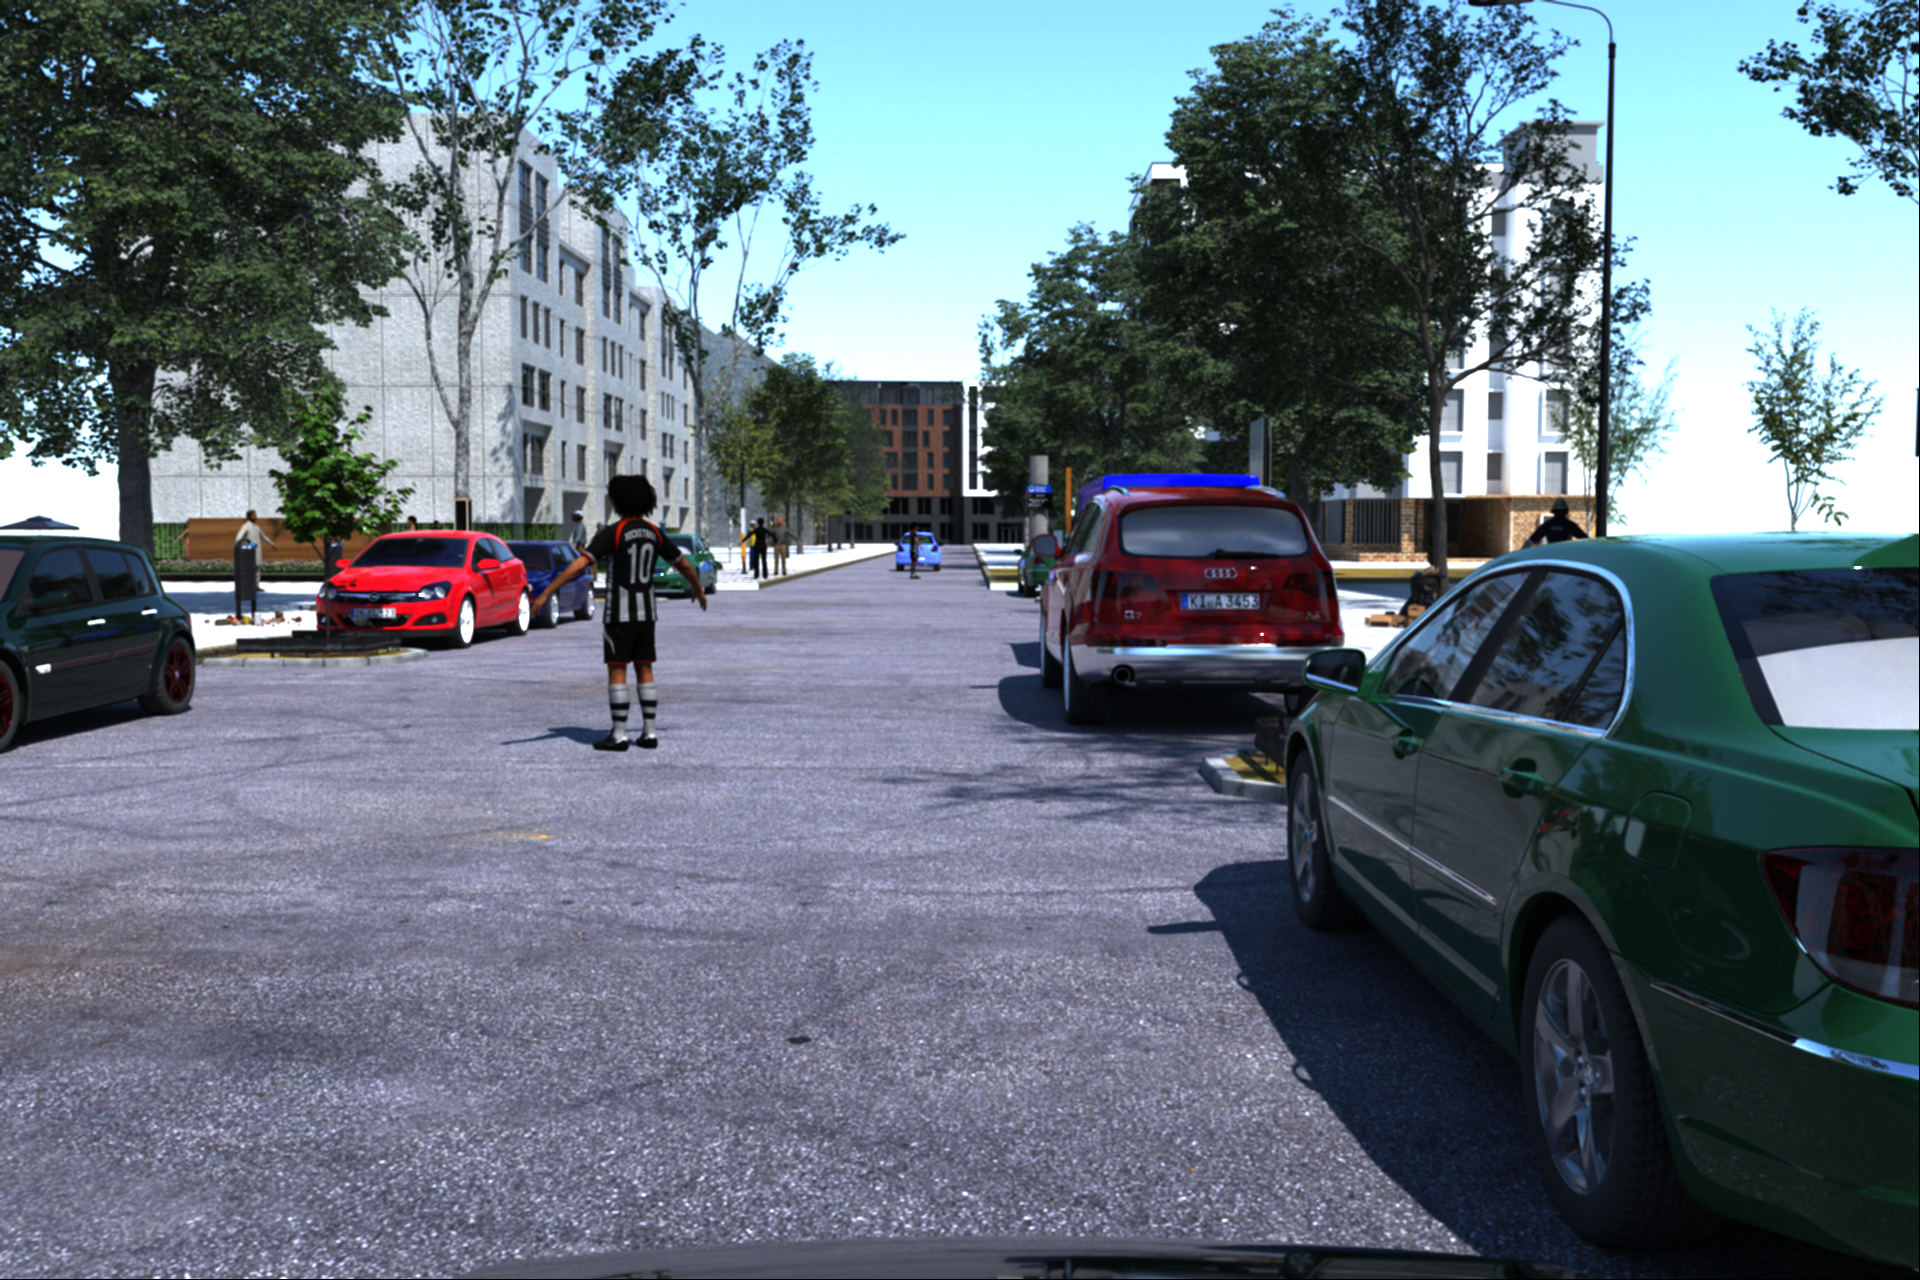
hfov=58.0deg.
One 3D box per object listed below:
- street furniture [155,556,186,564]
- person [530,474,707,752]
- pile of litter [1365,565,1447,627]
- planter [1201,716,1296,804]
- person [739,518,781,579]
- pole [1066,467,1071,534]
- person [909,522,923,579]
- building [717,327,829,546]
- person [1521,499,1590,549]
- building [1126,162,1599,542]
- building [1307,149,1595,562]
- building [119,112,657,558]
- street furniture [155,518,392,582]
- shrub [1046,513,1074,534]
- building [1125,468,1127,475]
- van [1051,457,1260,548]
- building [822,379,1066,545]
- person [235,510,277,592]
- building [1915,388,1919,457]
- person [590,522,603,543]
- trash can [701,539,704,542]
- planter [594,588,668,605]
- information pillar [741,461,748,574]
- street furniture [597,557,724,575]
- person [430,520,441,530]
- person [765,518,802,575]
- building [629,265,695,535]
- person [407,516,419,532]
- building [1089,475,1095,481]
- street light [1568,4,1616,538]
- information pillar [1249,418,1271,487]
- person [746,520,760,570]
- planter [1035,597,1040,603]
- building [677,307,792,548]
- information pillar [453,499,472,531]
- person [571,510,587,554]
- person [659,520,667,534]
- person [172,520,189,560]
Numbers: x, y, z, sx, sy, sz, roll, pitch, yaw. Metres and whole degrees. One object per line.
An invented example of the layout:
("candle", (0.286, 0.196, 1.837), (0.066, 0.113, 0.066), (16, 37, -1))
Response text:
("street furniture", (-23.477, -2.768, 60.876), (10.072, 0.657, 5.734), (1, 4, 13))
("person", (-2.209, -0.179, 11.523), (1.345, 1.843, 0.704), (-3, 5, -43))
("pile of litter", (6.256, -0.614, 24.001), (1.176, 0.858, 1.719), (0, 3, 0))
("planter", (2.434, 0.681, 9.999), (1.991, 0.319, 1.994), (0, 4, 1))
("person", (-5.704, -2.611, 49.407), (1.216, 1.740, 0.721), (-1, 4, -17))
("pole", (3.319, -3.623, 53.081), (0.158, 3.312, 0.155), (0, 3, 0))
("person", (-1.443, -2.869, 55.511), (0.704, 1.843, 1.345), (-1, 4, -16))
("building", (-24.814, -22.167, 193.358), (19.493, 23.208, 18.063), (0, 4, 0))
("person", (9.580, -1.333, 27.664), (1.351, 1.845, 0.704), (2, 4, 35))
("building", (24.536, -16.377, 111.742), (27.936, 21.610, 32.646), (0, 4, 0))
("building", (23.173, -14.386, 91.638), (16.016, 20.090, 11.380), (0, 4, 0))
("building", (-27.013, -13.602, 88.848), (16.747, 18.905, 31.486), (0, 4, 1))
("street furniture", (-20.311, -2.607, 49.479), (9.812, 1.723, 11.010), (0, 4, 6))
("shrub", (3.527, -3.172, 56.283), (1.690, 2.028, 1.600), (0, 3, 0))
("building", (19.784, -14.859, 185.086), (9.099, 9.664, 28.070), (0, 4, 1))
("van", (2.251, -0.956, 20.009), (2.240, 2.365, 5.245), (0, 3, 0))
("building", (-2.883, -24.088, 240.274), (32.646, 21.610, 27.936), (0, 4, -5))
("person", (-15.661, -1.975, 38.385), (0.704, 1.819, 1.344), (1, 4, 16))
("building", (25.685, -13.989, 22.224), (14.314, 27.812, 24.014), (0, 4, 1))
("person", (-16.362, -4.428, 78.520), (0.705, 1.813, 1.348), (-3, 5, -39))
("trash can", (-7.850, -2.391, 50.749), (0.748, 1.137, 0.748), (0, 3, 0))
("planter", (-7.137, -0.905, 35.942), (1.991, 0.319, 1.994), (0, 4, 1))
("information pillar", (-6.926, -3.916, 55.381), (0.183, 3.616, 0.504), (0, 4, 1))
("street furniture", (-11.429, -2.642, 58.826), (5.734, 0.657, 10.072), (1, 4, 8))
("person", (-19.812, -3.634, 65.638), (1.346, 1.802, 0.704), (2, 4, 26))
("person", (-5.624, -2.927, 54.123), (1.348, 1.796, 0.705), (0, 4, -4))
("building", (-29.916, -15.730, 123.640), (16.747, 18.905, 31.486), (0, 4, 1))
("person", (-13.745, -2.223, 43.159), (0.721, 1.737, 1.217), (-1, 4, -10))
("building", (21.698, -16.943, 219.157), (9.099, 9.664, 28.070), (0, 3, 0))
("street light", (6.111, -2.593, 14.934), (1.470, 5.913, 1.316), (0, 4, 0))
("information pillar", (6.200, -2.725, 35.876), (0.184, 3.620, 1.656), (0, 4, 0))
("person", (-7.308, -3.385, 61.803), (0.721, 1.772, 1.216), (1, 4, 22))
("planter", (2.592, -0.947, 36.617), (1.991, 0.319, 1.994), (0, 4, 1))
("building", (-27.210, -20.908, 172.781), (19.493, 23.208, 18.063), (0, 4, 1))
("information pillar", (-10.437, -1.952, 36.411), (0.304, 2.012, 0.304), (0, 4, 1))
("person", (-9.205, -2.194, 41.708), (0.704, 1.849, 1.345), (-1, 4, -10))
("person", (-11.325, -3.675, 66.207), (0.704, 1.817, 1.347), (-2, 4, -34))
("person", (-24.952, -3.006, 55.958), (0.721, 1.733, 1.217), (1, 4, 19))
